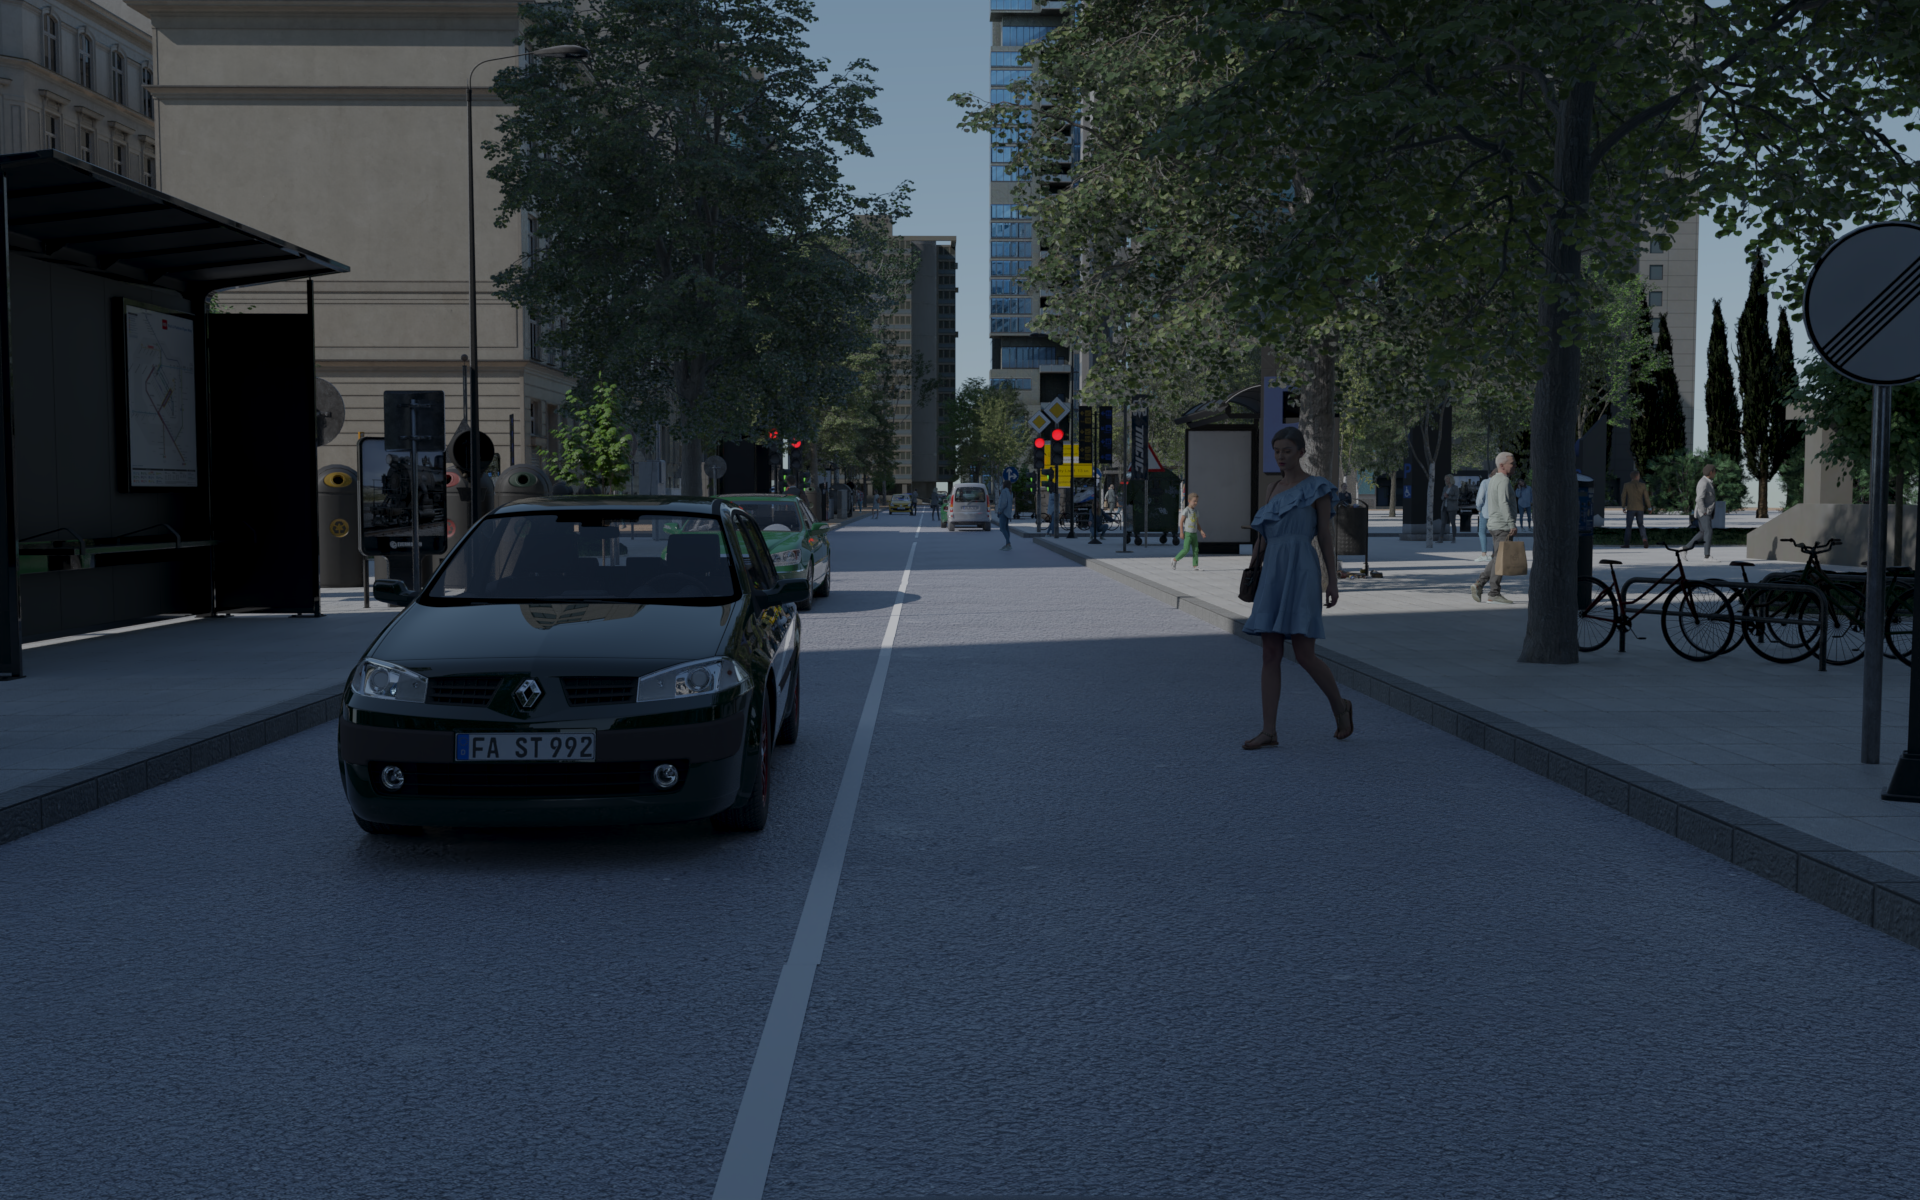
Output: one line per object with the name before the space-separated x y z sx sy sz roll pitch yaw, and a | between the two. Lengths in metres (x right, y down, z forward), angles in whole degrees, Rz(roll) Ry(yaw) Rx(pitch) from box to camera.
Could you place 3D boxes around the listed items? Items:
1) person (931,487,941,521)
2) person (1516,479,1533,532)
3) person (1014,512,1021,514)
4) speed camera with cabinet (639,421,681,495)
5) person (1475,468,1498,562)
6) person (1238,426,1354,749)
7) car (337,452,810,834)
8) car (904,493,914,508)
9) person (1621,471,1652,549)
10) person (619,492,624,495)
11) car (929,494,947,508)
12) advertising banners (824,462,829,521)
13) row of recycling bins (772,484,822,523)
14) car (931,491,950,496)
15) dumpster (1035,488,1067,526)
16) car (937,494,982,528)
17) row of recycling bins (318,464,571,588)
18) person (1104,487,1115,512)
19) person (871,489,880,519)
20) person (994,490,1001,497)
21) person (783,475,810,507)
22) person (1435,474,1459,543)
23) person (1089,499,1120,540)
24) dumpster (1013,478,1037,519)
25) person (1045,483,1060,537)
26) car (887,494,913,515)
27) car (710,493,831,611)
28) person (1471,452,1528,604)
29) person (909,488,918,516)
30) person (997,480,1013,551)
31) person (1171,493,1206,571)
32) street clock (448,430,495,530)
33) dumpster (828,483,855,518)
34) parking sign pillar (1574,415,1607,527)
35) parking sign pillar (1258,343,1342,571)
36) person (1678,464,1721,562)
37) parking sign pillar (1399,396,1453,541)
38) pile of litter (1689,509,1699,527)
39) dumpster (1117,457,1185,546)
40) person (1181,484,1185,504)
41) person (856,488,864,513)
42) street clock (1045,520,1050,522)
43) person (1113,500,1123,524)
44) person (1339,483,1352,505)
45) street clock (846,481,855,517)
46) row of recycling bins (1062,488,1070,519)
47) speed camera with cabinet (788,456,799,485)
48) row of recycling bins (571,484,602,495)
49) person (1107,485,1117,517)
person | -1.304 -5.204 93.773 0.526 1.800 0.537 -3 4 -37
person | 19.226 -3.218 58.915 0.793 1.790 0.793 -2 4 -25
person | 3.764 -6.415 111.108 0.592 1.802 0.473 -2 4 -25
speed camera with cabinet | -8.283 -3.273 47.850 0.660 3.252 2.038 1 4 9
person | 10.100 -1.631 32.971 0.793 1.790 0.793 -3 5 -44
person | 1.888 -0.079 9.887 0.778 1.811 0.616 -2 4 -33
car | -1.722 0.075 8.563 2.009 1.686 4.222 0 4 -2
car | -5.376 -10.101 174.735 1.945 1.707 3.694 0 4 1
person | 16.001 -2.140 40.945 0.656 1.842 0.836 -1 4 -19
person | -12.508 -3.497 63.201 0.713 1.824 0.794 -2 4 -27
car | -2.065 -10.005 175.371 2.131 1.459 4.920 0 4 -3
advertising banners | -6.266 -5.203 81.257 0.090 3.025 2.074 0 4 1
row of recycling bins | -7.388 -4.042 73.198 3.534 1.692 1.069 2 4 27
car | -2.274 -12.132 207.038 2.281 1.827 5.304 0 4 -2
dumpster | 3.734 -3.998 71.120 1.264 1.857 1.865 0 4 -1
car | 0.087 -3.838 74.542 2.131 1.459 4.920 0 3 0
row of recycling bins | -7.284 -1.023 23.833 3.534 1.692 1.069 0 4 8
person | 10.739 -7.218 124.542 0.782 1.767 0.515 0 4 3
person | -4.814 -5.498 99.404 0.522 1.701 0.512 2 4 26
person | 4.753 -12.495 210.295 1.348 1.831 0.705 0 4 -1
person | -3.534 -1.749 37.068 0.622 1.834 0.822 -2 4 -33
person | 12.742 -2.380 45.141 0.526 1.800 0.537 -2 4 -28
person | 3.992 -2.278 48.794 1.012 1.151 0.738 -1 4 -14
dumpster | 3.398 -5.362 90.159 1.502 2.255 1.985 0 4 -1
person | 2.994 -2.880 55.847 0.793 1.790 0.793 -3 5 -40
car | -4.142 -6.802 121.431 2.015 1.641 3.980 0 4 -2
car | -2.733 -0.673 22.802 2.131 1.459 4.920 0 4 0
person | 6.261 -0.830 20.093 0.515 1.767 0.782 0 4 3
person | -3.059 -6.487 114.740 0.592 1.802 0.473 -2 4 -30
person | 1.178 -2.162 44.120 0.793 1.790 0.793 -1 4 -14
person | 3.810 -1.138 28.897 0.590 1.304 0.306 2 4 33
street clock | -5.526 -0.922 19.640 0.471 2.002 0.358 -2 4 -29
dumpster | -6.557 -5.426 94.481 1.264 1.857 1.865 0 4 -1
parking sign pillar | 21.287 -4.292 58.640 1.447 3.967 1.447 -2 4 -35
parking sign pillar | 5.634 -2.464 28.754 1.447 3.967 1.447 1 4 13
person | 13.989 -1.641 32.725 0.795 1.843 0.661 2 4 33
parking sign pillar | 12.879 -3.625 47.743 1.447 3.967 1.447 -1 4 -21
pile of litter | 20.710 -2.084 48.046 1.176 0.858 1.719 3 5 43
dumpster | 4.817 -2.520 43.698 1.502 2.255 1.985 0 4 -1
person | 11.517 -5.013 87.974 0.573 1.828 0.580 3 4 38
person | -6.741 -6.729 116.899 0.563 1.720 0.643 3 4 38
street clock | 3.997 -4.549 78.954 0.471 2.002 0.358 2 4 26
person | 6.811 -4.090 73.500 0.643 1.750 0.593 3 5 43
person | 11.655 -2.683 52.783 0.576 1.772 0.534 0 4 -7
street clock | -6.202 -5.722 98.125 0.471 2.002 0.358 0 4 1
row of recycling bins | 5.365 -5.027 89.309 1.069 1.692 3.534 0 4 2
speed camera with cabinet | -8.444 -5.756 88.452 0.660 3.252 2.038 -1 4 -15
row of recycling bins | -13.799 -3.136 58.379 3.534 1.692 1.069 0 4 3
person | 8.512 -5.516 96.398 0.590 1.801 0.661 -2 4 -27
